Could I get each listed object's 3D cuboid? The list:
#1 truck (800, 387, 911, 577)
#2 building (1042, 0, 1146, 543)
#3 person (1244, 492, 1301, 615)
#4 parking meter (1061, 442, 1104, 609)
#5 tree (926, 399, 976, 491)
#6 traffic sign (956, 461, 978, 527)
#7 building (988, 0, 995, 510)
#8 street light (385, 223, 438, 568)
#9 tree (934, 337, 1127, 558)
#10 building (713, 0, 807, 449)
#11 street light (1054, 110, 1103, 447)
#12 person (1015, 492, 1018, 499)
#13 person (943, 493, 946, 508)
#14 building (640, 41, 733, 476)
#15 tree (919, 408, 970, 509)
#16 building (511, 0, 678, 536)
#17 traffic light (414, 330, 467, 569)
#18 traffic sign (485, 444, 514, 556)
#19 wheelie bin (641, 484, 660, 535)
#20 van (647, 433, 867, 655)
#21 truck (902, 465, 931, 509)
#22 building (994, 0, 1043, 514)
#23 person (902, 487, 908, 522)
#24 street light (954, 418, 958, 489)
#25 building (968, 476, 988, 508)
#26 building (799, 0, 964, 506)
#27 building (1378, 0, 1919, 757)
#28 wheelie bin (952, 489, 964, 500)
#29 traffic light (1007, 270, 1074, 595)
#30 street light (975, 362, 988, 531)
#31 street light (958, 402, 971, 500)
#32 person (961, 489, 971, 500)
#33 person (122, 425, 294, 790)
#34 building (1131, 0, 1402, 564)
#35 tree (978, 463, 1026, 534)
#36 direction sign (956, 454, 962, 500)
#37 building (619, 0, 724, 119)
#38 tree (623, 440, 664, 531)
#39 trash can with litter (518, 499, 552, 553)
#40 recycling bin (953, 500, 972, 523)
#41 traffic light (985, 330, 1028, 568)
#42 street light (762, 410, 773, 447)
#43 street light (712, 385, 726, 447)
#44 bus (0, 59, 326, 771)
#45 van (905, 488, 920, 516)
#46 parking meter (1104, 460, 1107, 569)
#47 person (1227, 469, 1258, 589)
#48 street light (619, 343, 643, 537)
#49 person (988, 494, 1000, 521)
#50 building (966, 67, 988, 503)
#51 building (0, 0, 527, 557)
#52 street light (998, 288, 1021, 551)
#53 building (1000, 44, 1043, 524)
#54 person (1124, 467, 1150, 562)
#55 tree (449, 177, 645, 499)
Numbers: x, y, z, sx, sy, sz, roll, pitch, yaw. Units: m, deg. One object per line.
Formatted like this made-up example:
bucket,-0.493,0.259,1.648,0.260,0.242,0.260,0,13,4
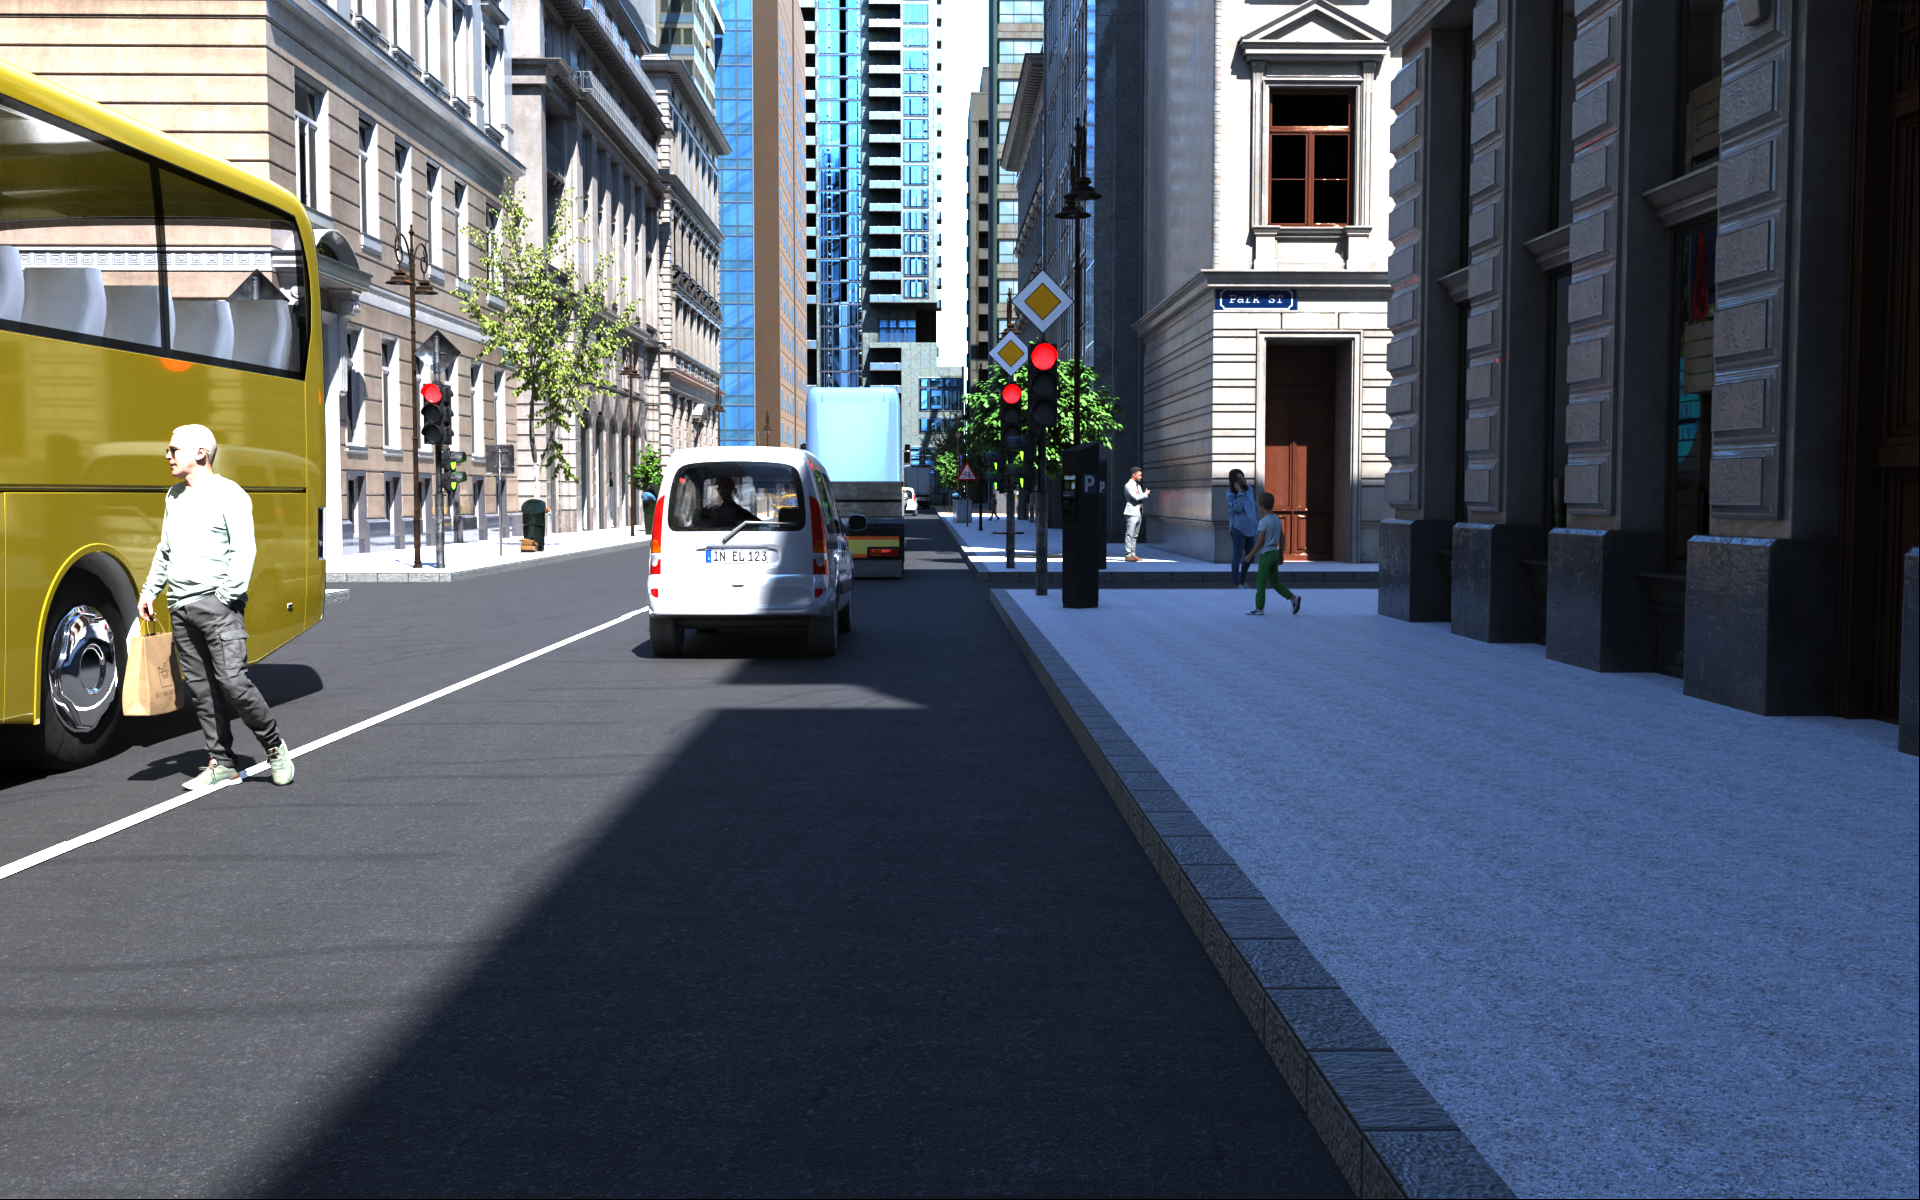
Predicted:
truck,-2.481,-2.948,37.959,2.967,4.110,18.799,0,4,-2
building,9.269,-14.461,54.460,12.078,24.808,19.932,0,4,-1
person,3.308,-0.490,18.307,0.590,1.304,0.306,1,4,23
parking meter,1.353,-0.844,19.505,0.399,1.863,0.255,-3,5,-42
tree,-0.241,-10.942,129.267,4.360,8.622,3.978,0,3,0
traffic sign,0.285,-4.172,68.214,0.884,2.594,0.081,0,4,5
building,12.756,-36.512,138.969,21.231,58.520,28.212,0,4,-1
street light,-9.405,-3.491,29.860,0.468,5.910,1.993,0,4,-1
tree,1.669,-3.141,35.064,4.285,4.588,4.351,0,3,0
building,-20.690,-30.581,150.102,14.600,45.320,14.200,0,4,-1
street light,1.448,-2.974,21.413,0.468,5.910,1.993,0,4,-1
person,3.917,-6.320,110.112,1.217,1.736,0.721,-3,5,-43
person,-1.466,-9.359,162.326,0.557,1.426,1.065,0,4,5
building,-17.797,-15.693,85.452,11.050,23.489,19.941,0,4,-1
tree,-1.083,-12.037,147.172,4.737,8.622,4.395,0,3,0
building,-18.674,-13.561,63.521,13.314,21.916,24.055,0,4,-1
traffic light,-8.904,-2.490,29.626,0.839,4.253,0.868,0,4,-1
traffic sign,-9.487,-2.056,35.742,0.606,2.300,0.079,0,4,5
wheelie bin,-9.607,-2.845,54.421,0.693,1.594,0.980,1,4,14
van,-1.930,-0.596,16.752,2.013,2.044,4.112,0,4,-1
truck,-4.310,-11.195,171.959,2.839,4.237,11.283,0,4,-3
building,9.278,-26.548,117.659,14.154,41.232,14.086,0,4,-1
person,-2.812,-4.896,88.739,0.537,1.800,0.526,-3,5,-44
street light,-0.140,-8.064,104.630,0.468,5.910,1.993,0,4,-1
building,16.698,-29.038,166.659,32.217,40.220,23.993,0,4,-1
building,-15.218,-54.260,199.816,31.000,86.520,22.319,0,4,-1
building,9.443,-10.998,8.693,11.050,23.489,19.941,0,4,-1
wheelie bin,-0.138,-5.591,99.326,0.693,1.594,0.980,0,4,-3
traffic light,1.017,-2.014,21.855,0.839,4.253,0.868,0,4,-1
street light,0.729,-5.385,60.829,0.468,5.910,1.993,0,4,-1
street light,0.258,-6.727,82.773,0.468,5.910,1.993,0,4,-1
person,0.312,-7.751,133.493,1.217,1.735,0.721,3,4,38
person,-3.720,0.030,8.495,0.782,1.767,0.515,2,4,24
building,14.331,-12.248,36.410,21.152,22.565,11.583,0,4,-1
tree,1.657,-3.741,55.760,1.663,3.219,1.824,0,3,0
direction sign,-0.047,-6.441,97.310,0.379,3.537,0.876,1,4,19
building,-29.429,-25.970,116.499,32.217,40.220,23.993,0,4,-1
tree,-10.678,-4.017,60.273,1.663,3.219,1.824,0,3,0
trash can with litter,-9.398,-1.643,38.253,0.624,1.170,1.055,0,4,-5
recycling bin,0.110,-4.012,78.144,0.722,1.027,0.722,-1,4,-15
traffic light,0.855,-2.503,29.839,0.839,4.253,0.868,0,4,-1
street light,-10.620,-7.516,95.669,0.468,5.910,1.993,0,4,-1
street light,-10.263,-6.179,73.811,0.468,5.910,1.993,0,4,-1
bus,-5.763,-0.893,6.140,2.896,3.916,12.252,0,4,0
van,-3.656,-6.539,113.924,2.013,2.044,4.112,0,3,0
parking meter,2.304,-1.454,29.488,0.255,1.863,0.399,3,4,36
person,4.057,-0.991,24.971,0.793,1.790,0.793,1,4,15
street light,-9.849,-4.840,51.930,0.468,5.910,1.993,0,4,-1
person,1.626,-4.500,83.887,0.640,1.303,0.475,1,4,16
building,11.465,-35.292,200.724,21.600,48.544,21.300,0,4,-1
building,-19.114,-15.609,41.116,13.634,28.700,20.117,0,4,-1
street light,1.105,-4.048,38.972,0.468,5.910,1.993,0,4,-1
building,7.286,-14.324,85.112,10.553,20.767,40.483,0,4,-1
person,3.371,-1.637,32.987,0.466,1.800,0.511,1,4,16
tree,-9.870,-5.557,41.216,4.737,8.622,4.395,0,3,0
